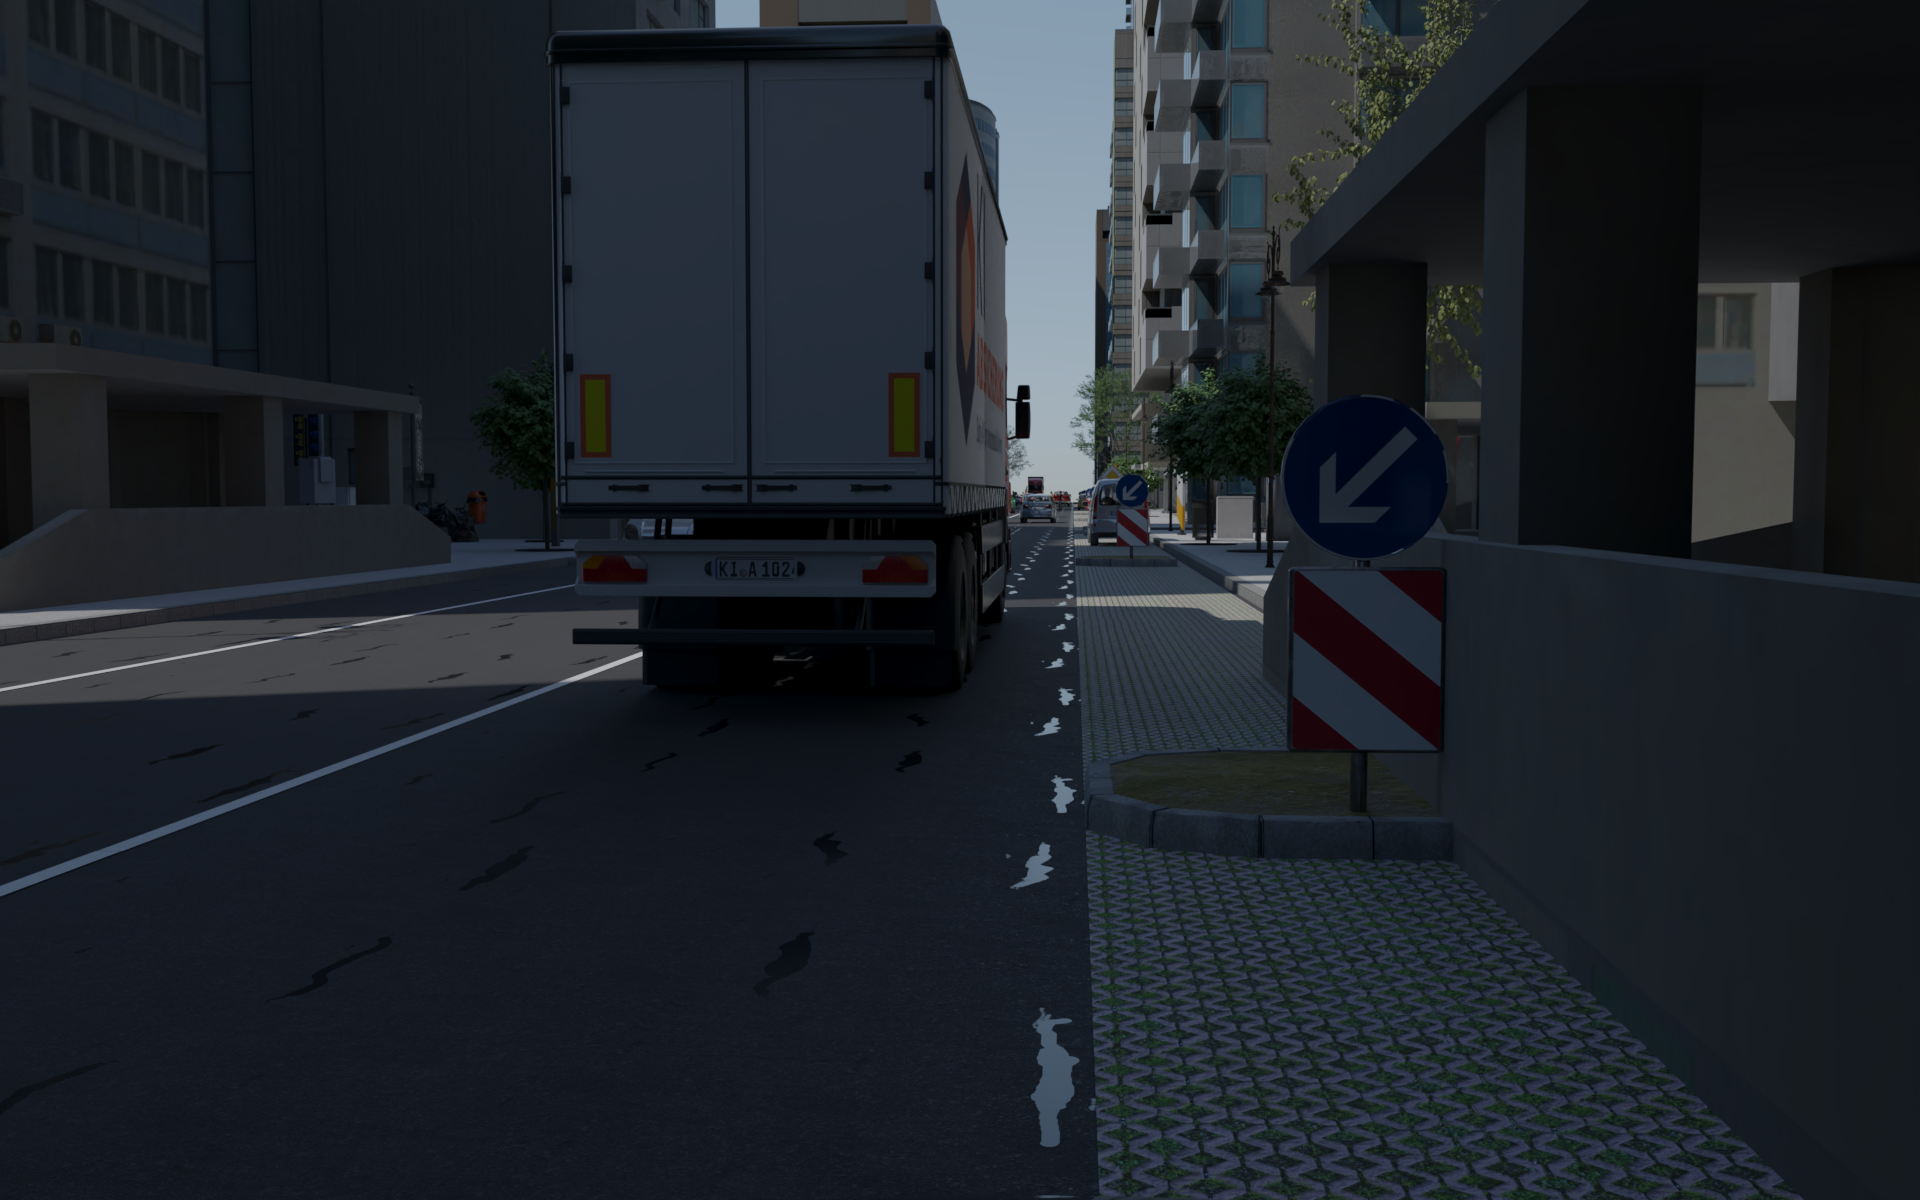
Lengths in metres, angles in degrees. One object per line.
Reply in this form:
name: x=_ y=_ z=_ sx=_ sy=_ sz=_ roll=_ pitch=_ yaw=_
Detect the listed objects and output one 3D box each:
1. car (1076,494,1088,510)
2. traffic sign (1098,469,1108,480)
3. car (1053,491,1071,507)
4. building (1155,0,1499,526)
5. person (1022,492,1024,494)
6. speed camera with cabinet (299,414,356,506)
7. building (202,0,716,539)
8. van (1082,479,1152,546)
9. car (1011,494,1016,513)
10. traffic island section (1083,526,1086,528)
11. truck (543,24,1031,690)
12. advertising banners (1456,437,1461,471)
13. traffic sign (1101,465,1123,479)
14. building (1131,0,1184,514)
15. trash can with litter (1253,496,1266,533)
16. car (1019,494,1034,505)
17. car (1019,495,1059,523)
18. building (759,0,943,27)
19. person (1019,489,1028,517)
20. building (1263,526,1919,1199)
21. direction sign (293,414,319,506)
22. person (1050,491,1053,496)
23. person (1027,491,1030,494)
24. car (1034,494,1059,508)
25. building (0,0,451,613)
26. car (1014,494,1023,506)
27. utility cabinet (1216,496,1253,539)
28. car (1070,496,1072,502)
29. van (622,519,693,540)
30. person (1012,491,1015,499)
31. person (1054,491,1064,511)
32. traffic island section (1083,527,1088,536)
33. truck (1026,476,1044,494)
car: x=11.342 y=-8.818 z=154.401 sx=2.015 sy=1.641 sz=3.980 roll=0 pitch=4 yaw=3
traffic sign: x=5.813 y=-3.945 z=68.141 sx=0.795 sy=2.450 sz=0.064 roll=0 pitch=4 yaw=4
car: x=11.516 y=-11.531 z=197.203 sx=2.281 sy=1.827 sz=5.304 roll=0 pitch=4 yaw=4
building: x=23.884 y=-27.910 z=75.938 sx=30.456 sy=49.044 sz=23.786 roll=0 pitch=4 yaw=4
person: x=8.358 y=-13.391 z=228.155 sx=1.217 sy=1.736 sz=0.721 roll=3 pitch=4 yaw=36
speed camera with cabinet: x=-15.549 y=-2.998 z=43.355 sx=0.660 sy=3.252 sz=2.038 roll=2 pitch=4 yaw=27
building: x=-15.455 y=-22.722 z=55.093 sx=14.086 sy=41.232 sz=14.154 roll=0 pitch=4 yaw=4
van: x=4.467 y=-2.570 z=49.027 sx=2.013 sy=2.044 sz=4.112 roll=0 pitch=4 yaw=3
car: x=3.216 y=-7.393 z=129.676 sx=1.959 sy=1.807 sz=4.718 roll=0 pitch=4 yaw=4
traffic island section: x=5.837 y=-2.810 z=68.217 sx=2.009 sy=0.180 sz=2.903 roll=0 pitch=4 yaw=4
truck: x=-0.895 y=-1.659 z=16.032 sx=2.839 sy=4.237 sz=11.283 roll=0 pitch=4 yaw=4
advertising banners: x=13.588 y=-3.338 z=50.757 sx=2.074 sy=3.025 sz=0.090 roll=1 pitch=4 yaw=23
traffic sign: x=5.292 y=-3.458 z=60.173 sx=0.795 sy=2.450 sz=0.064 roll=0 pitch=4 yaw=4
building: x=24.943 y=-31.871 z=110.333 sx=28.713 sy=52.752 sz=27.495 roll=0 pitch=4 yaw=4
trash can with litter: x=9.817 y=-2.840 z=57.492 sx=1.678 sy=1.210 sz=2.233 roll=-1 pitch=4 yaw=-16
car: x=7.836 y=-11.501 z=197.085 sx=2.155 sy=1.783 sz=4.494 roll=0 pitch=4 yaw=3
car: x=3.942 y=-4.587 z=87.000 sx=2.014 sy=1.417 sz=4.499 roll=0 pitch=4 yaw=5
building: x=-8.842 y=-30.630 z=150.910 sx=14.600 sy=45.320 sz=14.200 roll=0 pitch=4 yaw=4
person: x=3.800 y=-5.607 z=100.927 sx=0.760 sy=1.731 sz=0.466 roll=1 pitch=4 yaw=14
building: x=17.977 y=-19.107 z=4.284 sx=32.217 sy=40.220 sz=23.993 roll=0 pitch=4 yaw=4
direction sign: x=-18.209 y=-3.443 z=48.295 sx=0.379 sy=3.537 sz=0.876 roll=2 pitch=4 yaw=26
person: x=9.299 y=-10.334 z=178.249 sx=0.721 sy=1.735 sz=1.217 roll=-1 pitch=4 yaw=-16
person: x=9.560 y=-14.337 z=242.535 sx=1.348 sy=1.869 sz=0.705 roll=2 pitch=4 yaw=26
car: x=5.160 y=-5.971 z=107.843 sx=2.015 sy=1.641 sz=3.980 roll=0 pitch=4 yaw=3
building: x=-26.016 y=-20.387 z=25.211 sx=32.217 sy=40.220 sz=23.993 roll=0 pitch=4 yaw=4
car: x=7.369 y=-11.814 z=205.152 sx=2.014 sy=1.417 sz=4.499 roll=0 pitch=4 yaw=4
utility cabinet: x=7.923 y=-2.373 z=49.961 sx=1.020 sy=1.237 sz=0.306 roll=0 pitch=4 yaw=-1
car: x=18.079 y=-17.585 z=296.561 sx=2.155 sy=1.783 sz=4.494 roll=0 pitch=4 yaw=3
van: x=-4.670 y=-1.421 z=30.247 sx=2.013 sy=2.044 sz=4.112 roll=0 pitch=4 yaw=5
person: x=6.393 y=-12.269 z=209.104 sx=0.705 sy=1.824 sz=1.348 roll=-2 pitch=4 yaw=-26
person: x=8.387 y=-8.376 z=146.271 sx=0.721 sy=1.723 sz=1.217 roll=-3 pitch=5 yaw=-41
traffic island section: x=5.316 y=-2.322 z=60.249 sx=2.009 sy=0.180 sz=2.903 roll=0 pitch=4 yaw=4
truck: x=12.151 y=-17.686 z=278.075 sx=2.839 sy=4.237 sz=11.283 roll=0 pitch=4 yaw=4
